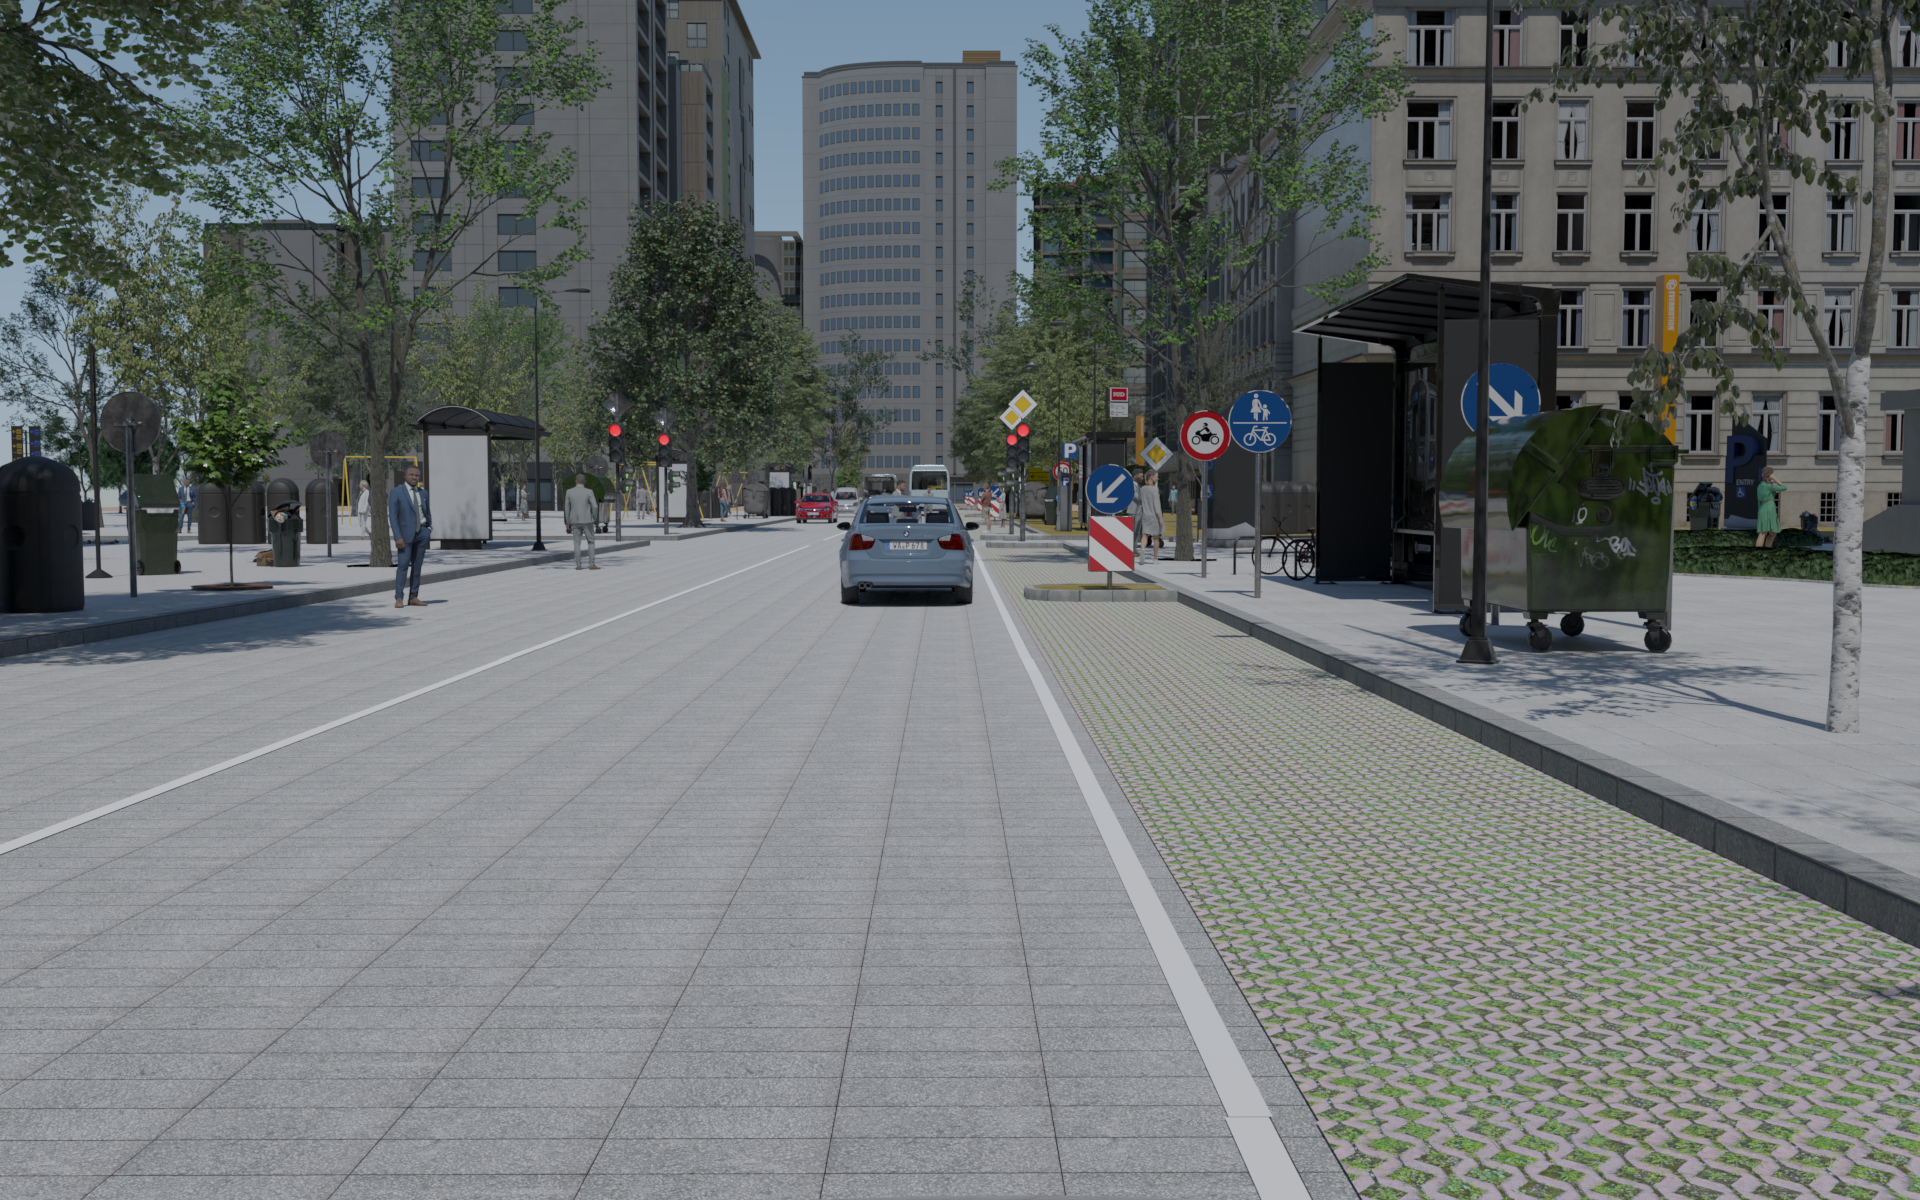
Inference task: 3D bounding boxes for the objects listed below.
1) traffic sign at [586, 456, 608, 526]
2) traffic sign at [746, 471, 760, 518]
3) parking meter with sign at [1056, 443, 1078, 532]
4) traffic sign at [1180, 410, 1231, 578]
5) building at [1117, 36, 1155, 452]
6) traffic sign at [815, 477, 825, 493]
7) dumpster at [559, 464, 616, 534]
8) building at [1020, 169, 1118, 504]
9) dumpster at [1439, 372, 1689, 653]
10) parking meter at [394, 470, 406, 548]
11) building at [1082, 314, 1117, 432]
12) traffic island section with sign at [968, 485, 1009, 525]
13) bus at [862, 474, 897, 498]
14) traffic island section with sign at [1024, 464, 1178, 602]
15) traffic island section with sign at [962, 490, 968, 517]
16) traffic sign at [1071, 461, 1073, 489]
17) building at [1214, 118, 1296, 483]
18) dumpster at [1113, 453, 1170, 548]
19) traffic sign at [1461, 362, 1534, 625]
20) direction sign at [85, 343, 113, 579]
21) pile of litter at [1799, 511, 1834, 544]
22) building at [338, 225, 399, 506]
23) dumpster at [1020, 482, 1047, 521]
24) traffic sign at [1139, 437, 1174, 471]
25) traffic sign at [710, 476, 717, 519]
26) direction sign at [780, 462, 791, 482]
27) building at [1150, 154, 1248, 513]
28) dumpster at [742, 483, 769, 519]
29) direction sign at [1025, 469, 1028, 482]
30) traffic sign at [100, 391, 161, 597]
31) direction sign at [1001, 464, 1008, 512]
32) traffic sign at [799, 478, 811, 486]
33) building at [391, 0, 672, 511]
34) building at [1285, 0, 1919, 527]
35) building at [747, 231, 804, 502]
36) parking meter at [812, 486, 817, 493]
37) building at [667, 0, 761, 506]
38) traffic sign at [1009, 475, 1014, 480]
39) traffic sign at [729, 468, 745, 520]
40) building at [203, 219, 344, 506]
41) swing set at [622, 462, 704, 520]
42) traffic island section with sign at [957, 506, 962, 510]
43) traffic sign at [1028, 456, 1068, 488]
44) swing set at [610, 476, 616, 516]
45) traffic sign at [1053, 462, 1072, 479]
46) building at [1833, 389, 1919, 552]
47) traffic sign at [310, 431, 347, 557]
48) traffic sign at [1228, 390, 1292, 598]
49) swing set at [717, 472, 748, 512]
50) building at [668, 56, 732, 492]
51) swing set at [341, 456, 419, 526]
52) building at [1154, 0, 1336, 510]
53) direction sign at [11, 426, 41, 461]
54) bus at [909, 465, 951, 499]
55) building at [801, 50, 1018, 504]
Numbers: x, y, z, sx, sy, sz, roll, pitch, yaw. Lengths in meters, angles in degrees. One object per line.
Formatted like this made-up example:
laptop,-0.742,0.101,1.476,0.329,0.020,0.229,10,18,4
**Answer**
traffic sign,-12.073,-3.517,57.616,0.768,2.556,0.104,0,4,4
traffic sign,-11.243,-5.753,94.164,0.768,2.556,0.104,1,4,8
parking meter with sign,3.619,-3.867,59.494,0.543,3.016,1.738,0,4,-7
traffic sign,3.737,-1.611,26.447,0.768,2.556,0.104,0,4,3
building,21.273,-29.065,158.807,14.154,41.232,14.086,0,4,0
traffic sign,-10.555,-7.953,130.140,0.768,2.556,0.104,0,4,4
dumpster,-12.138,-3.298,56.418,1.502,2.255,1.985,0,4,0
building,22.544,-35.510,235.206,28.867,44.769,22.147,0,4,0
dumpster,5.080,-0.746,14.693,1.502,2.255,1.985,0,4,-1
parking meter,-13.282,-2.179,41.331,0.399,1.863,0.255,-1,4,-19
building,27.666,-20.543,180.909,27.650,21.520,28.899,0,4,0
traffic island section with sign,1.472,-4.339,79.566,1.989,1.847,2.006,0,4,0
bus,-6.960,-9.714,153.687,2.948,3.499,13.247,0,4,-1
traffic island section with sign,1.889,-0.926,23.775,1.989,1.847,2.006,0,4,0
traffic island section with sign,1.263,-6.000,106.721,1.989,1.847,2.006,0,4,0
traffic sign,5.787,-6.838,105.669,2.265,3.308,0.079,0,4,8
building,19.537,-14.792,90.998,9.793,20.994,18.267,0,4,0
dumpster,4.205,-2.402,41.773,1.502,2.255,1.985,0,4,0
traffic sign,5.241,-1.026,16.886,0.768,2.556,0.104,0,4,1
direction sign,-13.168,-2.103,26.379,0.379,3.537,0.876,-1,4,-23
pile of litter,22.532,-1.927,45.476,1.176,0.858,1.719,1,4,20
building,-57.160,-25.434,187.544,14.107,30.474,14.160,0,4,0
dumpster,3.462,-4.567,80.427,1.264,1.857,1.865,0,4,-1
traffic sign,4.531,-2.452,39.824,0.795,2.593,0.064,0,4,7
traffic sign,-12.780,-5.301,88.801,0.606,2.300,0.079,0,4,6
direction sign,-12.483,-8.070,123.941,0.876,3.537,0.379,1,4,15
building,21.366,-18.101,115.017,14.314,24.678,30.058,0,4,0
dumpster,-10.673,-5.178,90.423,1.264,1.857,1.865,0,4,-1
direction sign,4.235,-7.095,108.002,0.379,3.537,0.876,-1,4,-21
traffic sign,-10.276,-1.306,21.462,0.768,2.556,0.104,0,4,3
direction sign,3.212,-7.916,121.429,0.876,3.537,0.379,3,4,38
traffic sign,-10.796,-7.379,120.653,0.884,2.594,0.081,0,4,6
building,-32.163,-42.854,138.908,20.563,71.187,20.611,0,4,0
building,29.805,-14.689,73.452,30.059,22.955,16.112,0,4,0
building,-32.907,-33.507,239.725,23.993,40.220,32.217,0,4,0
parking meter,-10.802,-7.520,128.668,0.255,1.863,0.399,1,4,18
building,-35.766,-36.131,179.985,27.495,52.752,28.713,0,4,0
traffic sign,3.364,-6.757,110.578,0.768,2.556,0.104,1,4,8
traffic sign,-11.144,-5.293,86.536,0.884,2.594,0.081,0,4,8
building,-71.257,-25.349,186.151,14.107,30.474,14.160,0,4,0
swing set,-14.533,-5.356,85.198,2.862,2.851,3.119,3,5,42
traffic island section with sign,0.900,-9.045,156.518,1.989,1.847,2.006,0,4,0
traffic sign,4.784,-6.094,93.518,2.265,3.308,0.079,0,4,0
swing set,-16.331,-5.668,90.289,3.119,2.851,2.862,1,4,9
traffic sign,4.044,-4.171,68.309,0.768,2.556,0.104,0,4,5
building,31.850,-20.259,23.123,32.217,40.220,23.993,0,4,0
traffic sign,-12.799,-2.140,35.088,0.768,2.556,0.104,0,4,5
traffic sign,3.664,-1.293,21.248,0.768,2.556,0.104,0,4,2
swing set,-16.224,-7.734,124.070,3.119,2.851,2.862,3,5,44
building,-28.879,-29.039,158.390,14.154,41.232,14.086,0,4,0
swing set,-24.168,-4.545,71.928,3.119,2.851,2.862,-2,4,-26
building,24.984,-42.940,140.328,20.563,71.187,20.611,0,4,0
direction sign,-31.006,-4.011,57.575,0.876,3.537,0.379,-1,4,-15
bus,-2.031,-7.479,117.140,2.948,3.499,13.247,0,4,-1
building,-6.763,-42.308,233.733,28.212,58.520,21.231,0,4,0
